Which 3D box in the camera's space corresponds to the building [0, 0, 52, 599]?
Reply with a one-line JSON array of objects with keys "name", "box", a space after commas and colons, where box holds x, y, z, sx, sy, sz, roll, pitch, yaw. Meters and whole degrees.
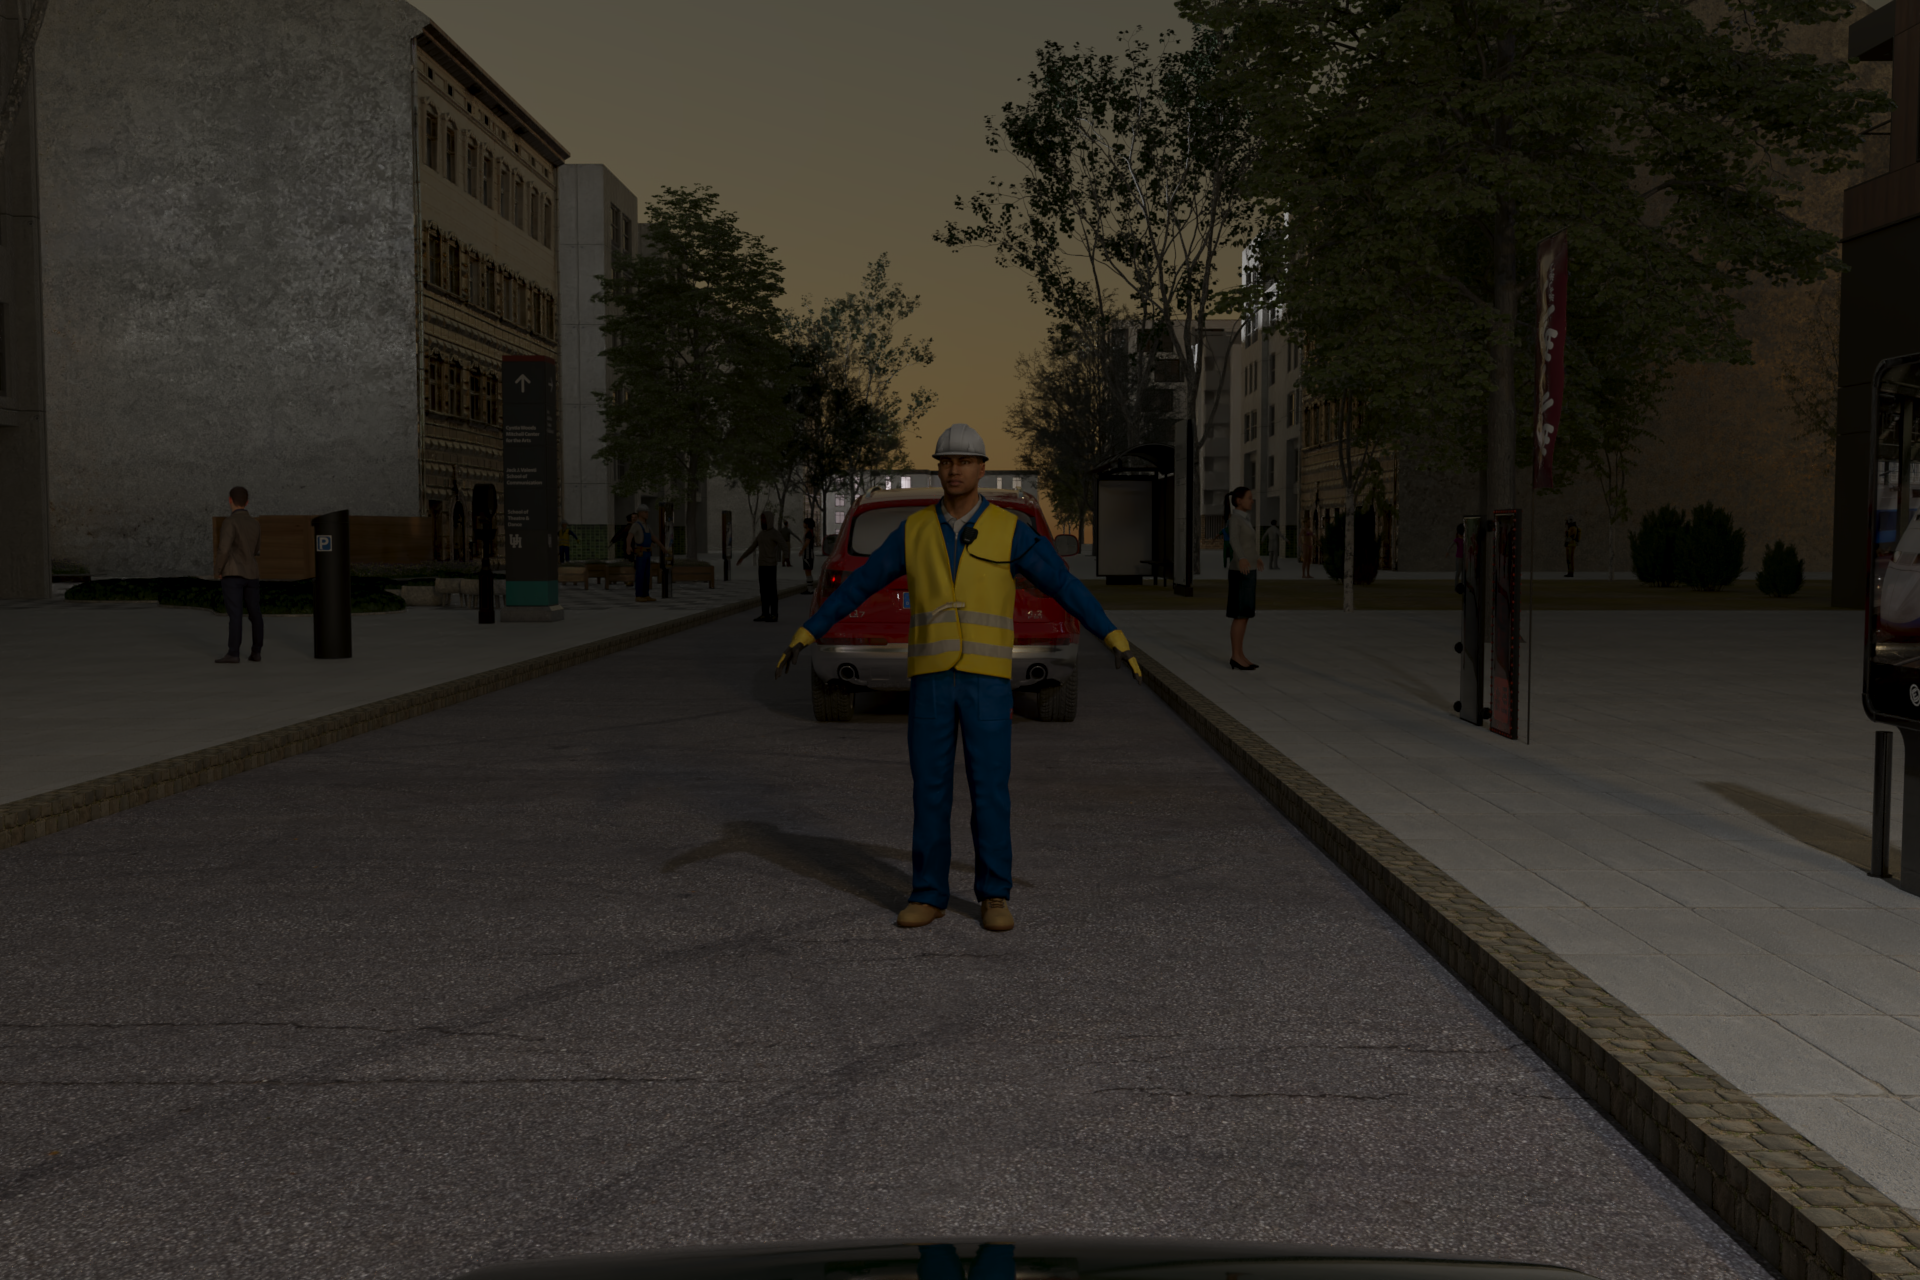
[{"name": "building", "box": [-26.520, -9.294, 18.416, 16.747, 18.905, 31.486, 0, 4, 0]}]

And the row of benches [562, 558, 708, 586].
[{"name": "row of benches", "box": [-8.275, -1.790, 44.733, 4.104, 0.672, 1.422, -3, 5, -41]}]

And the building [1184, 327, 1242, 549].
[{"name": "building", "box": [25.706, -18.477, 158.519, 16.016, 20.090, 11.380, 0, 4, 0]}]

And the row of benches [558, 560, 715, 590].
[{"name": "row of benches", "box": [-7.607, -1.510, 40.148, 4.104, 0.672, 1.422, -1, 4, -14]}]

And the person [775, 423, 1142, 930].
[{"name": "person", "box": [-0.003, 0.128, 6.341, 1.349, 1.833, 0.705, 1, 4, 11]}]

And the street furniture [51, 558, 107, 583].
[{"name": "street furniture", "box": [-26.784, -2.472, 47.269, 9.812, 1.723, 11.010, -3, 4, -39]}]

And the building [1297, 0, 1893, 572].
[{"name": "building", "box": [24.176, -14.451, 67.196, 19.493, 23.208, 18.063, 0, 4, 1]}]

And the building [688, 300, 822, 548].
[{"name": "building", "box": [-23.277, -20.427, 164.915, 19.493, 23.208, 18.063, 0, 3, 0]}]

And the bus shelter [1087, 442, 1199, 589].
[{"name": "bus shelter", "box": [4.246, -2.884, 41.072, 2.014, 3.302, 5.546, 0, 4, -1]}]

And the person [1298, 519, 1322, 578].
[{"name": "person", "box": [10.133, -2.654, 50.201, 0.721, 1.733, 1.217, 3, 5, 43]}]

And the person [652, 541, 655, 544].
[{"name": "person", "box": [-12.658, -3.879, 69.209, 1.354, 1.856, 0.705, 3, 5, 45]}]

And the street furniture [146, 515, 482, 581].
[{"name": "street furniture", "box": [-14.957, -2.261, 43.820, 9.812, 1.723, 11.010, 1, 4, 11]}]

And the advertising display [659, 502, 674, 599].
[{"name": "advertising display", "box": [-5.891, -1.808, 34.781, 0.123, 1.923, 0.974, 0, 4, 1]}]

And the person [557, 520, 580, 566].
[{"name": "person", "box": [-13.478, -3.207, 58.896, 1.216, 1.772, 0.721, 1, 4, 11]}]

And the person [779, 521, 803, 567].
[{"name": "person", "box": [-6.809, -3.778, 68.034, 1.348, 1.796, 0.705, 2, 4, 26]}]

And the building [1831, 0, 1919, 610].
[{"name": "building", "box": [25.677, -10.370, 13.520, 27.936, 21.610, 32.646, 0, 4, 1]}]

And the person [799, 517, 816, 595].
[{"name": "person", "box": [-3.620, -1.986, 41.070, 0.704, 1.843, 1.345, 0, 4, 3]}]

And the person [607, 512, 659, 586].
[{"name": "person", "box": [-7.953, -2.218, 42.401, 1.346, 1.812, 0.704, 0, 4, 7]}]

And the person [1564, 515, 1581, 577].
[{"name": "person", "box": [18.178, -2.807, 51.656, 0.705, 1.858, 1.354, 1, 4, 22]}]

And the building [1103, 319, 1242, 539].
[{"name": "building", "box": [28.618, -20.629, 181.266, 27.936, 21.610, 32.646, 0, 4, 1]}]

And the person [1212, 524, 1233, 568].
[{"name": "person", "box": [10.131, -3.616, 65.253, 1.347, 1.817, 0.704, 1, 4, 22]}]

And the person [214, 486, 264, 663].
[{"name": "person", "box": [-7.330, -0.662, 17.405, 0.750, 1.759, 0.617, 2, 4, 35]}]

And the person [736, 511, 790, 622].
[{"name": "person", "box": [-3.160, -1.204, 28.267, 0.705, 1.813, 1.348, -3, 5, -44]}]

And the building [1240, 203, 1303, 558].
[{"name": "building", "box": [25.702, -13.856, 93.007, 16.747, 18.905, 31.486, 0, 4, 1]}]

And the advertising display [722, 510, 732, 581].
[{"name": "advertising display", "box": [-6.380, -2.582, 47.429, 0.123, 1.923, 0.974, 0, 4, 2]}]

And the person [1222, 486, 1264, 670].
[{"name": "person", "box": [2.749, -0.587, 16.422, 0.721, 1.735, 1.217, 1, 4, 16]}]

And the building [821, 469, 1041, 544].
[{"name": "building", "box": [-3.772, -17.159, 225.150, 28.070, 9.664, 9.099, 0, 4, 6]}]

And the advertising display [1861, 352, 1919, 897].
[{"name": "advertising display", "box": [3.439, -0.049, 6.008, 0.123, 1.923, 0.974, 0, 4, 1]}]

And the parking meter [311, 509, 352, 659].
[{"name": "parking meter", "box": [-6.493, -0.580, 17.896, 0.372, 1.533, 0.369, 0, 3, 0]}]

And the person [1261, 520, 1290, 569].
[{"name": "person", "box": [11.414, -3.468, 62.885, 0.705, 1.806, 1.347, -3, 4, -38]}]

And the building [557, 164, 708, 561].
[{"name": "building", "box": [-25.234, -14.213, 98.846, 16.747, 18.905, 31.486, 0, 4, 1]}]

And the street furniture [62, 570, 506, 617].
[{"name": "street furniture", "box": [-12.176, -0.969, 31.465, 5.734, 0.657, 10.072, -3, 5, -40]}]

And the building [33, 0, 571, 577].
[{"name": "building", "box": [-25.237, -14.015, 60.067, 19.493, 23.208, 18.063, 0, 4, 0]}]
